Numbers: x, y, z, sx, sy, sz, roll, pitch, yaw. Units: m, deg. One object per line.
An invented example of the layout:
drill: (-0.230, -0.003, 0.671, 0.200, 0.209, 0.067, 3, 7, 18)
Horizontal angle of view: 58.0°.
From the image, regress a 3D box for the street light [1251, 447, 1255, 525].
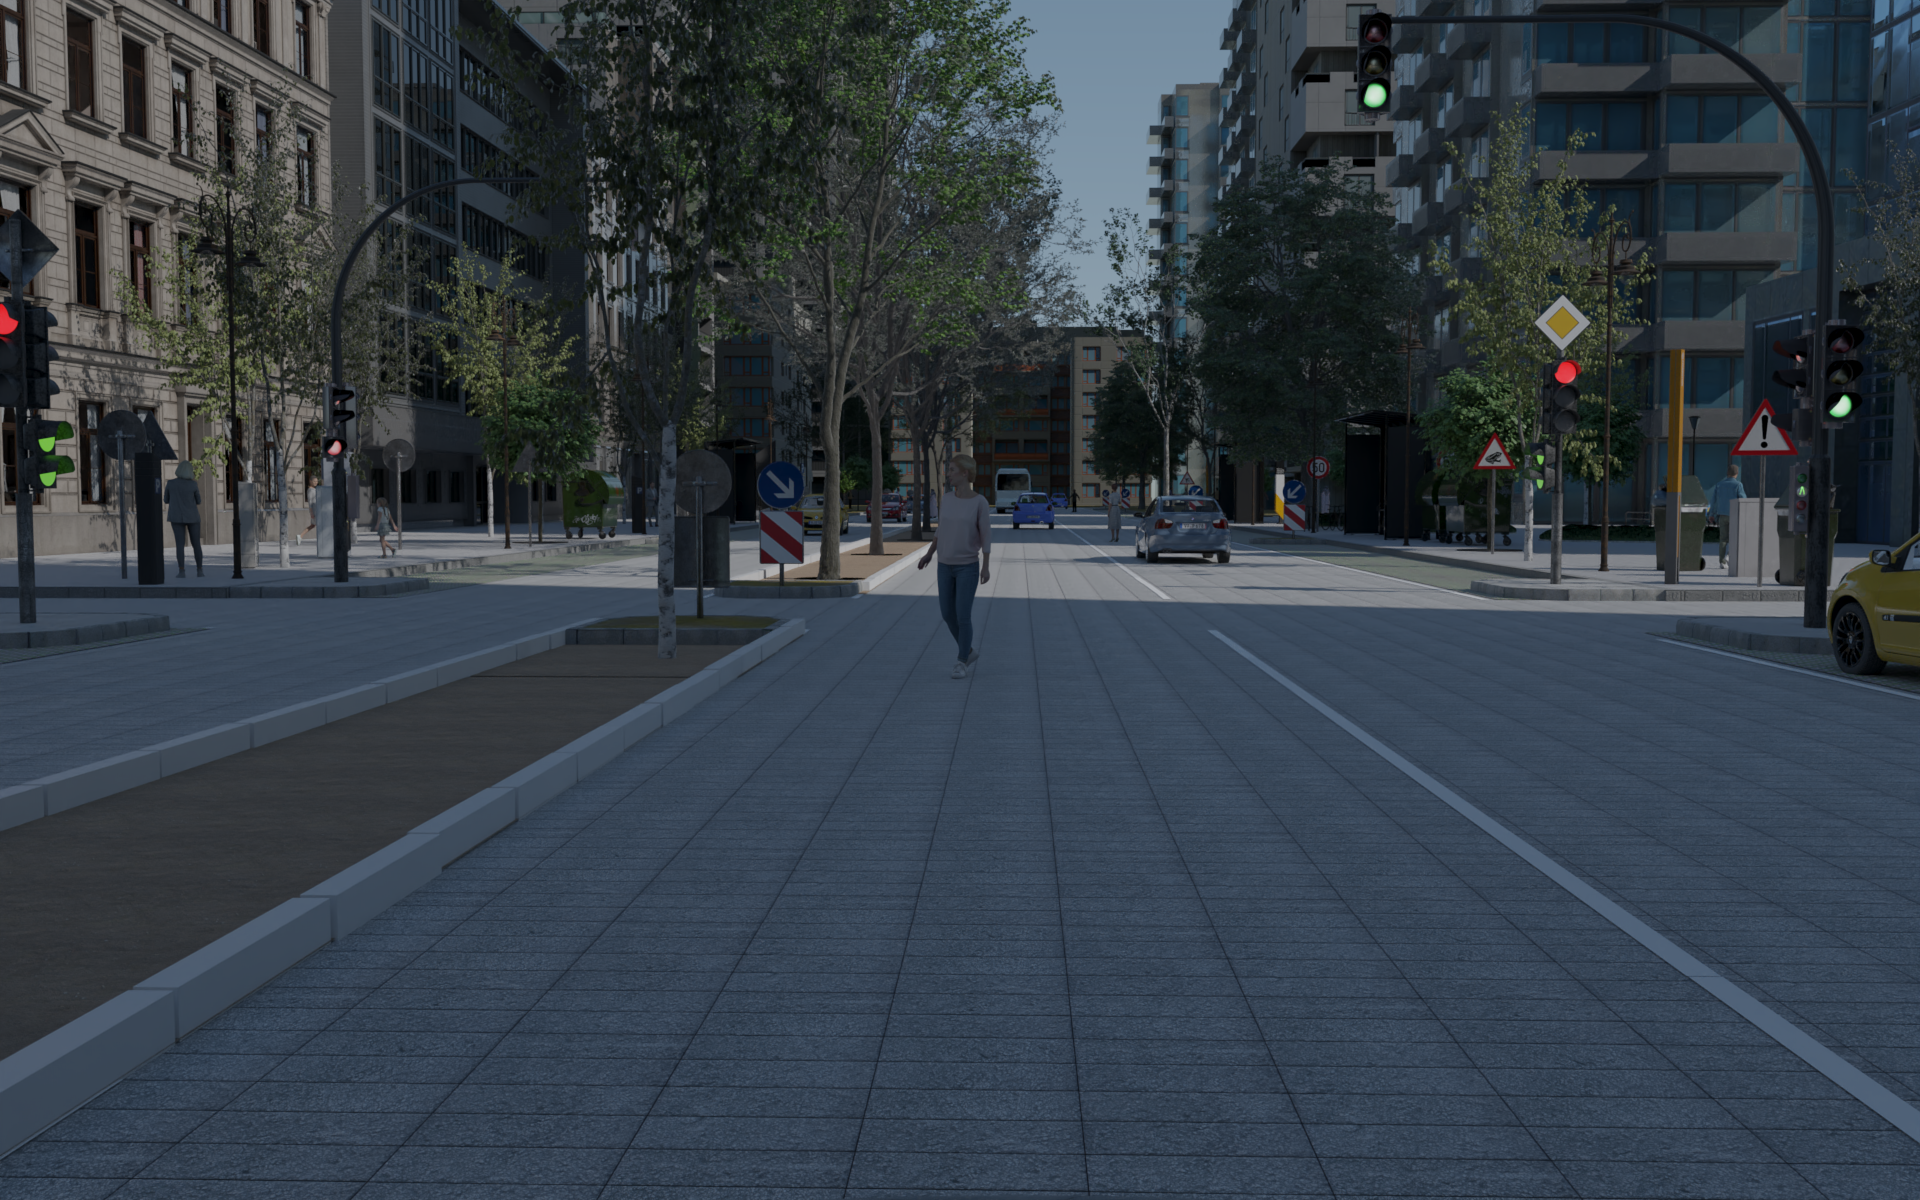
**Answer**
street light: (12.077, -6.023, 71.261, 0.468, 5.910, 1.993, 0, 4, 2)

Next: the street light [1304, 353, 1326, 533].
street light: (11.622, -5.137, 56.780, 0.468, 5.910, 1.993, 0, 4, 2)

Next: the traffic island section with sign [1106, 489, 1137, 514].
traffic island section with sign: (11.929, -7.204, 126.420, 1.989, 1.847, 2.006, 0, 4, 2)

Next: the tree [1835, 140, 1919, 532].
tree: (19.946, -5.206, 35.484, 4.360, 8.622, 3.978, 0, 3, 0)

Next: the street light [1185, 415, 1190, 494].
street light: (13.025, -7.733, 99.220, 0.468, 5.910, 1.993, 0, 4, 2)

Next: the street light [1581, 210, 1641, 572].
street light: (10.682, -3.411, 28.558, 0.468, 5.910, 1.993, 0, 4, 2)

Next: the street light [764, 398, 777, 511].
street light: (-9.088, -6.754, 83.213, 0.468, 5.910, 1.993, 0, 4, 2)

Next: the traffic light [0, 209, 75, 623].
traffic light: (-9.261, -1.725, 17.123, 0.839, 4.253, 0.868, 0, 4, 2)

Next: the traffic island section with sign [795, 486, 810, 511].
traffic island section with sign: (-6.969, -4.167, 76.758, 1.989, 1.847, 2.006, 0, 4, 2)

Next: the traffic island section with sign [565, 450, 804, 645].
traffic island section with sign: (-2.713, -0.559, 17.272, 2.006, 1.907, 1.989, 0, 4, 2)

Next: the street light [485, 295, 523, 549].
street light: (-10.609, -4.139, 40.455, 0.468, 5.910, 1.993, 0, 4, 2)

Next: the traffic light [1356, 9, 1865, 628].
traffic light: (6.097, -2.557, 16.483, 4.771, 5.953, 1.251, 0, 4, 2)

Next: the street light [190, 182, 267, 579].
street light: (-10.963, -3.261, 26.111, 0.468, 5.910, 1.993, 0, 4, 2)

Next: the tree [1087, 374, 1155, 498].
tree: (15.606, -14.897, 161.696, 7.486, 12.596, 7.792, 0, 3, 0)

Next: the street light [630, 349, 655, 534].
street light: (-10.036, -5.021, 54.886, 0.468, 5.910, 1.993, 0, 4, 2)

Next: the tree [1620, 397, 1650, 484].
tree: (18.991, -4.171, 51.912, 4.285, 4.588, 4.351, 0, 3, 0)

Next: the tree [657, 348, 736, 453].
tree: (-13.595, -8.419, 88.011, 4.737, 8.622, 4.395, 0, 3, 0)

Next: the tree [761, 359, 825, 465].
tree: (-8.374, -10.887, 112.411, 8.767, 10.594, 7.601, -2, 4, -32)

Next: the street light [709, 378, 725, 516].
street light: (-9.651, -5.877, 68.869, 0.468, 5.910, 1.993, 0, 4, 2)

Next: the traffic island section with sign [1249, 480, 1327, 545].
traffic island section with sign: (9.345, -2.507, 49.622, 1.989, 1.847, 2.006, 0, 4, 2)

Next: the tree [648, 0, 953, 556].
tree: (-1.912, -7.760, 39.701, 12.009, 13.543, 11.850, 0, 3, 0)

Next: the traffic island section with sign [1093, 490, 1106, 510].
traffic island section with sign: (12.870, -8.923, 154.518, 1.989, 1.847, 2.006, 0, 4, 2)

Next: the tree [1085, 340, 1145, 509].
tree: (15.362, -14.571, 144.889, 9.857, 13.997, 8.962, 0, 3, 0)

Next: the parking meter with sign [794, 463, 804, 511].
parking meter with sign: (-9.761, -6.240, 98.291, 1.738, 3.016, 0.543, 1, 4, 10)

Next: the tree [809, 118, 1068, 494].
tree: (-1.742, -13.917, 85.896, 12.611, 20.169, 13.585, 0, 3, 0)

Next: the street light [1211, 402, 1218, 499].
street light: (12.525, -6.878, 85.241, 0.468, 5.910, 1.993, 0, 4, 2)

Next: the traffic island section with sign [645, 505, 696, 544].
traffic island section with sign: (-7.884, -2.519, 49.818, 1.989, 1.847, 2.006, 0, 4, 2)

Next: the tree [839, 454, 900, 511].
tree: (-7.756, -9.110, 132.655, 4.285, 4.588, 4.351, 0, 3, 0)

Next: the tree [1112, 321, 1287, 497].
tree: (13.317, -9.571, 90.906, 8.767, 10.594, 7.601, 2, 4, 24)

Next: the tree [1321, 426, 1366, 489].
tree: (19.020, -6.087, 83.236, 4.285, 4.588, 4.351, 0, 3, 0)

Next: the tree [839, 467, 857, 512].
tree: (-8.421, -7.942, 124.453, 1.663, 3.219, 1.824, 0, 3, 0)

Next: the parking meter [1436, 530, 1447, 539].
parking meter: (13.708, -2.650, 49.034, 0.399, 1.863, 0.255, 0, 4, -3)

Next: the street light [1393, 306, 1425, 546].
street light: (11.074, -4.282, 42.803, 0.468, 5.910, 1.993, 0, 4, 2)

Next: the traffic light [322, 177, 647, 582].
traffic light: (-6.900, -3.083, 25.068, 4.771, 5.953, 1.251, 0, 4, 2)

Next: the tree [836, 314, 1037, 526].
tree: (-0.800, -8.507, 75.964, 8.767, 10.594, 7.601, 0, 4, 2)

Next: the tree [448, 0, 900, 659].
tree: (-2.552, -3.805, 15.026, 4.360, 8.622, 3.978, 0, 3, 0)

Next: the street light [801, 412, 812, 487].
street light: (-8.643, -7.636, 97.641, 0.468, 5.910, 1.993, 0, 4, 2)

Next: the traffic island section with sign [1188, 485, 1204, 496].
traffic island section with sign: (10.244, -4.155, 76.562, 1.989, 1.847, 2.006, 0, 4, 2)

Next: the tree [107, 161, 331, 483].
tree: (-15.778, -5.340, 37.668, 4.737, 8.622, 4.395, 0, 3, 0)

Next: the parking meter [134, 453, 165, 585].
parking meter: (-11.498, -1.154, 24.579, 0.255, 1.863, 0.399, 0, 4, -6)

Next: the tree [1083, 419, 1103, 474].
tree: (16.080, -14.776, 176.007, 7.601, 10.594, 8.767, 0, 4, -2)

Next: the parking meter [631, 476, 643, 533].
parking meter: (-10.546, -3.125, 56.801, 0.399, 1.863, 0.255, -3, 4, -36)

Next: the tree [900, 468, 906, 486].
tree: (-6.951, -11.281, 168.163, 4.285, 4.588, 4.351, 0, 3, 0)

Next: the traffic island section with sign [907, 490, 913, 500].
traffic island section with sign: (-4.367, -8.906, 154.240, 1.989, 1.847, 2.006, 0, 4, 2)

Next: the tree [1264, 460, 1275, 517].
tree: (16.949, -6.284, 97.337, 1.663, 3.219, 1.824, 0, 3, 0)

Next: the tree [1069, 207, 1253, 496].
tree: (12.447, -15.907, 115.975, 12.611, 20.169, 13.585, 0, 3, 0)

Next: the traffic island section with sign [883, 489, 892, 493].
traffic island section with sign: (-5.284, -7.236, 126.930, 1.989, 1.847, 2.006, 0, 4, 2)

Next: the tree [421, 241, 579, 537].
tree: (-13.755, -6.179, 51.383, 4.737, 8.622, 4.395, 0, 3, 0)

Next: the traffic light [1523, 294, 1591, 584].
traffic light: (8.459, -2.178, 24.535, 0.839, 4.253, 0.868, 0, 4, 2)

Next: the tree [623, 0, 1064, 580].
tree: (-2.062, -6.122, 28.312, 9.928, 11.665, 9.643, 0, 3, 0)
